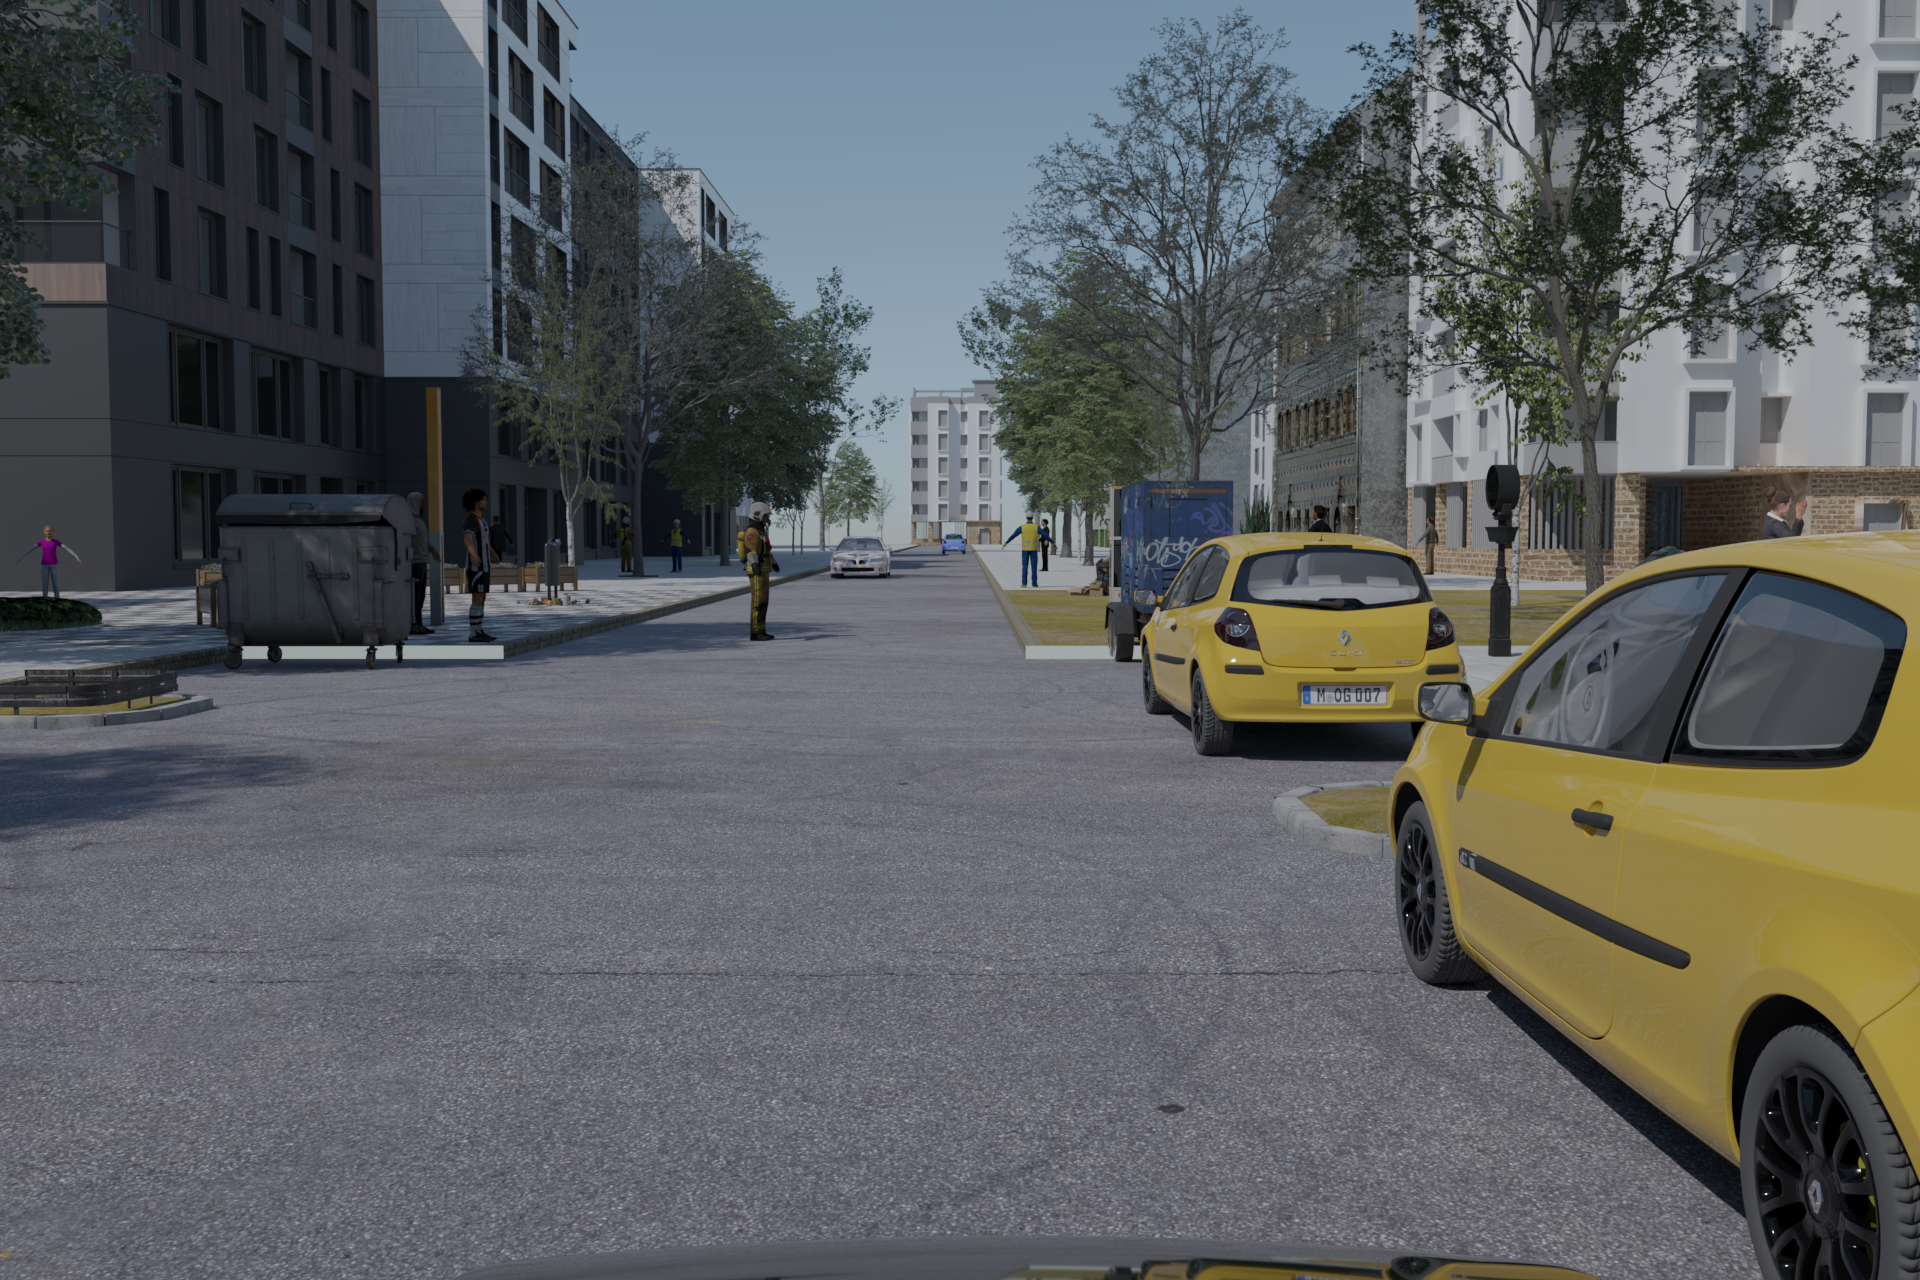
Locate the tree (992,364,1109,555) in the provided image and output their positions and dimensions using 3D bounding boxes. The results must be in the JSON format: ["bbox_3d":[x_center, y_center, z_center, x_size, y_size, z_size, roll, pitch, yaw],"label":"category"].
[{"bbox_3d":[5.826,-10.934,104.519,9.928,11.665,9.643,0,3,0],"label":"tree"}]

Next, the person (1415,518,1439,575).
[{"bbox_3d":[14.717,-2.941,54.349,0.705,1.796,1.348,3,5,43],"label":"person"}]

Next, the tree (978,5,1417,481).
[{"bbox_3d":[5.620,-7.978,40.807,12.009,13.543,11.850,0,3,0],"label":"tree"}]

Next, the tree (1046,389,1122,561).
[{"bbox_3d":[5.673,-7.973,80.727,4.737,8.622,4.395,0,3,0],"label":"tree"}]

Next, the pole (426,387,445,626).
[{"bbox_3d":[-7.334,-1.858,24.221,0.158,3.312,0.155,0,3,0],"label":"pole"}]

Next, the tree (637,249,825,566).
[{"bbox_3d":[-9.266,-9.227,68.995,7.486,12.596,7.792,0,3,0],"label":"tree"}]

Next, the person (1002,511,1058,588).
[{"bbox_3d":[1.675,-2.178,41.580,1.349,1.833,0.705,0,4,3],"label":"person"}]

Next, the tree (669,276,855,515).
[{"bbox_3d":[-9.647,-10.813,83.442,9.857,13.997,8.962,0,3,0],"label":"tree"}]

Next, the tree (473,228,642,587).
[{"bbox_3d":[-9.412,-5.611,42.105,4.360,8.622,3.978,0,3,0],"label":"tree"}]

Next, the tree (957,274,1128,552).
[{"bbox_3d":[6.846,-16.259,121.719,12.611,20.169,13.585,0,3,0],"label":"tree"}]

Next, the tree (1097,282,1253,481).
[{"bbox_3d":[5.657,-6.104,50.160,4.360,8.622,3.978,0,3,0],"label":"tree"}]

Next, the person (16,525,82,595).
[{"bbox_3d":[-15.335,-1.217,29.171,0.991,1.433,0.599,-1,4,-22],"label":"person"}]

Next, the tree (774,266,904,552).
[{"bbox_3d":[-10.403,-16.454,124.919,12.611,20.169,13.585,0,3,0],"label":"tree"}]

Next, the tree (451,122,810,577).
[{"bbox_3d":[-9.702,-8.644,51.702,12.009,13.543,11.850,0,3,0],"label":"tree"}]

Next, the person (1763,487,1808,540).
[{"bbox_3d":[7.773,-0.573,16.216,0.445,1.727,0.742,-1,4,-12],"label":"person"}]

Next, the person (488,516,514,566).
[{"bbox_3d":[-13.092,-2.606,48.837,0.704,1.802,1.346,3,4,37],"label":"person"}]

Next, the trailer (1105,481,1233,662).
[{"bbox_3d":[2.444,-0.820,20.456,1.471,1.999,3.904,0,4,0],"label":"trailer"}]

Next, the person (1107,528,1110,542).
[{"bbox_3d":[5.094,-3.076,56.066,0.705,1.856,1.354,0,4,-3],"label":"person"}]

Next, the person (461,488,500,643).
[{"bbox_3d":[-5.705,-0.884,20.596,0.704,1.843,1.345,0,4,-5],"label":"person"}]

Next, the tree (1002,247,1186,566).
[{"bbox_3d":[5.328,-9.238,69.164,7.486,12.596,7.792,0,3,0],"label":"tree"}]

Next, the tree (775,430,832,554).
[{"bbox_3d":[-9.951,-9.680,108.630,4.360,8.622,3.978,0,3,0],"label":"tree"}]

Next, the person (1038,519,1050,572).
[{"bbox_3d":[2.886,-3.260,59.481,0.705,1.806,1.347,-1,4,-10],"label":"person"}]

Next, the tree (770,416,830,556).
[{"bbox_3d":[-10.009,-9.325,102.831,4.360,8.622,3.978,0,3,0],"label":"tree"}]

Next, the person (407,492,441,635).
[{"bbox_3d":[-6.917,-0.979,22.133,0.705,1.813,1.348,0,4,-2],"label":"person"}]

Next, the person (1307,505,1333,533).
[{"bbox_3d":[5.587,-1.263,27.378,1.216,1.740,0.721,-3,5,-42],"label":"person"}]

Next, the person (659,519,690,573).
[{"bbox_3d":[-9.484,-3.134,57.700,1.216,1.772,0.721,2,4,26],"label":"person"}]

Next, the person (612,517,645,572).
[{"bbox_3d":[-11.206,-3.209,58.239,1.354,1.858,0.705,2,4,27],"label":"person"}]

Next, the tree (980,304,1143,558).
[{"bbox_3d":[5.779,-11.449,93.841,9.857,13.997,8.962,0,3,0],"label":"tree"}]

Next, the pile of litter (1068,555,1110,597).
[{"bbox_3d":[2.828,-1.358,36.170,1.176,0.858,1.719,0,4,0],"label":"pile of litter"}]

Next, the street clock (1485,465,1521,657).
[{"bbox_3d":[5.658,-0.828,18.104,0.358,2.002,0.471,0,3,0],"label":"street clock"}]

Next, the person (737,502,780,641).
[{"bbox_3d":[-2.673,-0.922,23.307,0.705,1.858,1.354,0,4,6],"label":"person"}]

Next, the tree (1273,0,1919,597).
[{"bbox_3d":[8.470,-5.409,22.845,8.767,10.594,7.601,0,4,8],"label":"tree"}]
